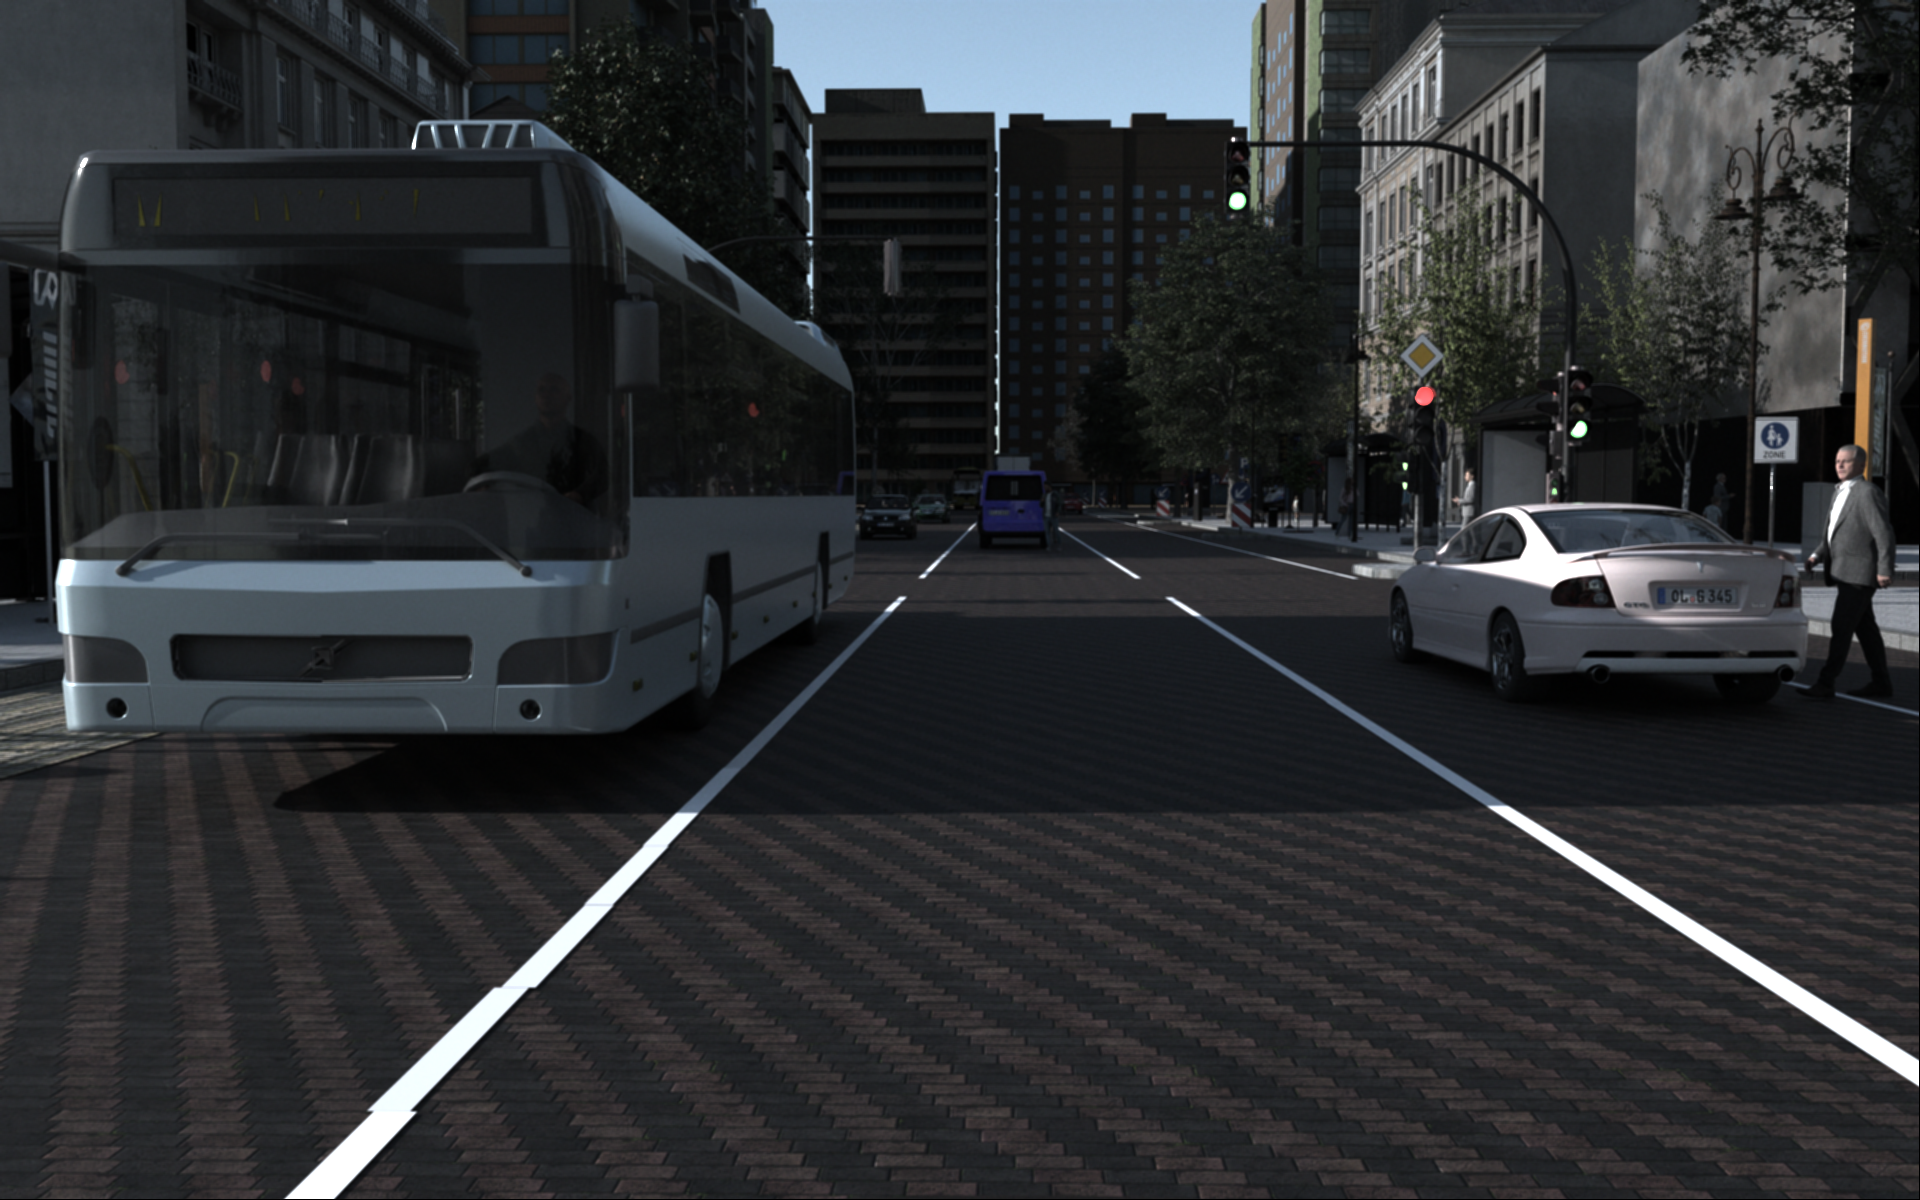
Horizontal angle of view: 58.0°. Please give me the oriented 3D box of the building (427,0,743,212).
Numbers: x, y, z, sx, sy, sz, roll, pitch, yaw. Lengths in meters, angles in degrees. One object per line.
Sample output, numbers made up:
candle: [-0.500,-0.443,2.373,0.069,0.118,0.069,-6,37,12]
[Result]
building: [-27.157,-28.484,120.336,22.147,44.769,28.867,0,4,1]

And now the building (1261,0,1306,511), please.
building: [31.503,-29.598,134.035,14.600,45.320,14.200,0,4,1]

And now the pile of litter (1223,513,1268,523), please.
pile of litter: [12.973,-3.897,77.680,1.719,0.858,1.176,3,4,39]

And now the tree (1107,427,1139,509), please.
tree: [13.993,-12.349,152.271,4.737,8.622,4.395,0,3,0]

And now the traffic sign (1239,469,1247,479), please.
traffic sign: [14.199,-5.380,88.061,0.768,2.556,0.104,1,4,8]

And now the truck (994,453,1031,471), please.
truck: [3.690,-8.325,125.027,2.839,4.237,11.283,0,3,0]

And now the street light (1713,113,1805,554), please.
street light: [9.843,-2.979,21.489,0.468,5.910,1.993,0,4,1]

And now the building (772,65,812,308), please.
building: [-30.713,-38.230,214.306,27.495,52.752,28.713,0,4,1]

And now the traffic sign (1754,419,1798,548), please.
traffic sign: [10.856,-1.286,23.155,0.606,2.300,0.079,0,4,5]

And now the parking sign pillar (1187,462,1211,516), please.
parking sign pillar: [14.146,-6.967,102.386,1.447,3.967,1.447,1,4,8]

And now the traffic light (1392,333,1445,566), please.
traffic light: [8.046,-2.536,30.386,0.839,4.253,0.868,0,4,1]

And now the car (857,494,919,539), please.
car: [-2.295,-2.822,55.919,2.009,1.686,4.222,0,4,1]

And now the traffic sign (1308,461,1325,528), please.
traffic sign: [13.465,-4.020,65.827,0.768,2.556,0.104,1,4,11]

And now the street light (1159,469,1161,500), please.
street light: [12.059,-8.051,104.418,0.468,5.910,1.993,0,4,1]

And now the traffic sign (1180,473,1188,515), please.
traffic sign: [13.556,-6.388,104.547,0.768,2.556,0.104,0,4,5]

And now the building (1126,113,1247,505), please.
building: [26.031,-34.055,206.904,14.200,45.320,14.600,0,4,1]

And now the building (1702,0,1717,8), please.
building: [73.989,-44.012,157.840,20.611,71.187,20.563,0,4,1]

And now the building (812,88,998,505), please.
building: [-6.252,-35.908,210.799,21.600,48.544,21.300,0,4,1]

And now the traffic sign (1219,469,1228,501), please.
traffic sign: [13.781,-5.454,89.172,0.884,2.594,0.081,1,4,10]

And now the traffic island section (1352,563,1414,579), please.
traffic island section: [8.086,-0.503,30.499,2.009,0.180,2.903,0,4,1]

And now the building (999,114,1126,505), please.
building: [11.834,-34.072,207.180,14.200,45.320,14.600,0,4,1]

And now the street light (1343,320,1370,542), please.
street light: [10.531,-4.482,46.076,0.468,5.910,1.993,0,4,1]

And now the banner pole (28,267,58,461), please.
banner pole: [-8.171,-1.586,15.950,0.863,3.779,0.401,0,4,8]

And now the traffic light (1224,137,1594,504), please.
traffic light: [5.746,-2.914,22.316,4.771,5.953,1.251,0,4,1]

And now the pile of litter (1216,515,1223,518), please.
pile of litter: [14.140,-4.746,91.566,1.176,0.858,1.719,1,4,16]

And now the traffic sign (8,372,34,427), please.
traffic sign: [-8.833,-1.041,16.761,0.795,2.593,0.064,1,4,9]

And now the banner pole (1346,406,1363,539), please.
banner pole: [11.252,-3.645,49.614,0.401,3.779,0.863,-1,4,-17]

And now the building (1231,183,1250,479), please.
building: [32.322,-23.932,162.983,14.160,30.474,14.107,0,4,1]

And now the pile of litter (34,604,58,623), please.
pile of litter: [-8.467,-0.230,17.725,1.719,0.858,1.176,-1,4,-13]

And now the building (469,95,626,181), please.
building: [-22.101,-14.351,85.554,10.553,20.767,40.483,0,4,1]

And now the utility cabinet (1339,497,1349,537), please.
utility cabinet: [11.694,-2.535,52.611,0.306,1.237,1.020,1,4,18]

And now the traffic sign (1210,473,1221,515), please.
traffic sign: [15.490,-6.443,105.452,0.768,2.556,0.104,0,4,3]

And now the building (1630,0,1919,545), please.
building: [30.146,-11.042,47.997,16.811,18.784,16.820,0,4,1]

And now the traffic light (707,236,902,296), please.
traffic light: [-3.418,-3.427,30.701,4.771,5.953,1.251,0,4,1]

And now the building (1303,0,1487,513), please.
building: [30.769,-26.691,119.995,14.154,41.232,14.086,0,4,1]

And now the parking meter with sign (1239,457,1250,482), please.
parking meter with sign: [13.376,-5.281,82.601,0.543,3.016,1.738,0,4,-4]

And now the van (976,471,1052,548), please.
van: [1.517,-2.632,47.410,2.240,2.365,5.245,0,4,2]

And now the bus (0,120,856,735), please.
bus: [-2.668,-1.131,13.358,2.948,3.499,13.247,0,4,2]

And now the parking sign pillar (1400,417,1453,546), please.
parking sign pillar: [11.871,-3.376,43.667,1.447,3.967,1.447,2,4,33]

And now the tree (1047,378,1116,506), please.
tree: [14.188,-16.556,181.065,12.009,13.543,11.850,0,3,0]

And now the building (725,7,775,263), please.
building: [-23.046,-28.024,141.781,14.154,41.232,14.086,0,4,1]

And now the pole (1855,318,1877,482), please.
pole: [10.560,-1.615,20.250,0.158,3.312,0.155,0,3,0]

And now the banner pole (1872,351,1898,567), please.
banner pole: [16.067,-2.458,30.202,0.863,3.779,0.401,-2,4,-33]

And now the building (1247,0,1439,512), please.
building: [31.638,-28.428,148.393,14.154,41.232,14.086,0,4,1]

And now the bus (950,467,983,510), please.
bus: [0.767,-10.280,159.629,2.896,3.916,12.252,0,4,2]

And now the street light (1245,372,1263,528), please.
street light: [11.095,-5.673,65.547,0.468,5.910,1.993,0,4,1]

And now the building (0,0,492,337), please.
building: [-24.437,-12.939,53.361,13.314,21.916,24.055,0,4,1]

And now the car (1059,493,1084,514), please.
car: [7.898,-7.077,124.753,2.155,1.783,4.494,0,4,2]

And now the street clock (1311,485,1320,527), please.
street clock: [13.930,-3.867,67.793,0.358,2.002,0.471,1,4,15]

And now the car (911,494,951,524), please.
car: [-1.457,-4.504,85.444,2.131,1.459,4.920,0,4,2]

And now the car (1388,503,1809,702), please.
car: [4.661,-0.057,13.297,2.083,1.381,4.827,0,4,0]

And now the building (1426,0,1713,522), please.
building: [27.422,-13.877,76.035,9.793,20.994,18.267,0,4,1]

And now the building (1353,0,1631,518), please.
building: [30.076,-18.898,94.894,13.634,28.700,20.117,0,4,1]

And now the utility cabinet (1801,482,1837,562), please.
utility cabinet: [16.146,-1.459,32.528,0.318,1.500,1.173,1,4,12]

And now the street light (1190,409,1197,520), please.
street light: [11.492,-6.849,84.774,0.468,5.910,1.993,0,4,1]

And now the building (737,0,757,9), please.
building: [-31.083,-51.758,158.914,31.000,86.520,22.319,0,4,1]
